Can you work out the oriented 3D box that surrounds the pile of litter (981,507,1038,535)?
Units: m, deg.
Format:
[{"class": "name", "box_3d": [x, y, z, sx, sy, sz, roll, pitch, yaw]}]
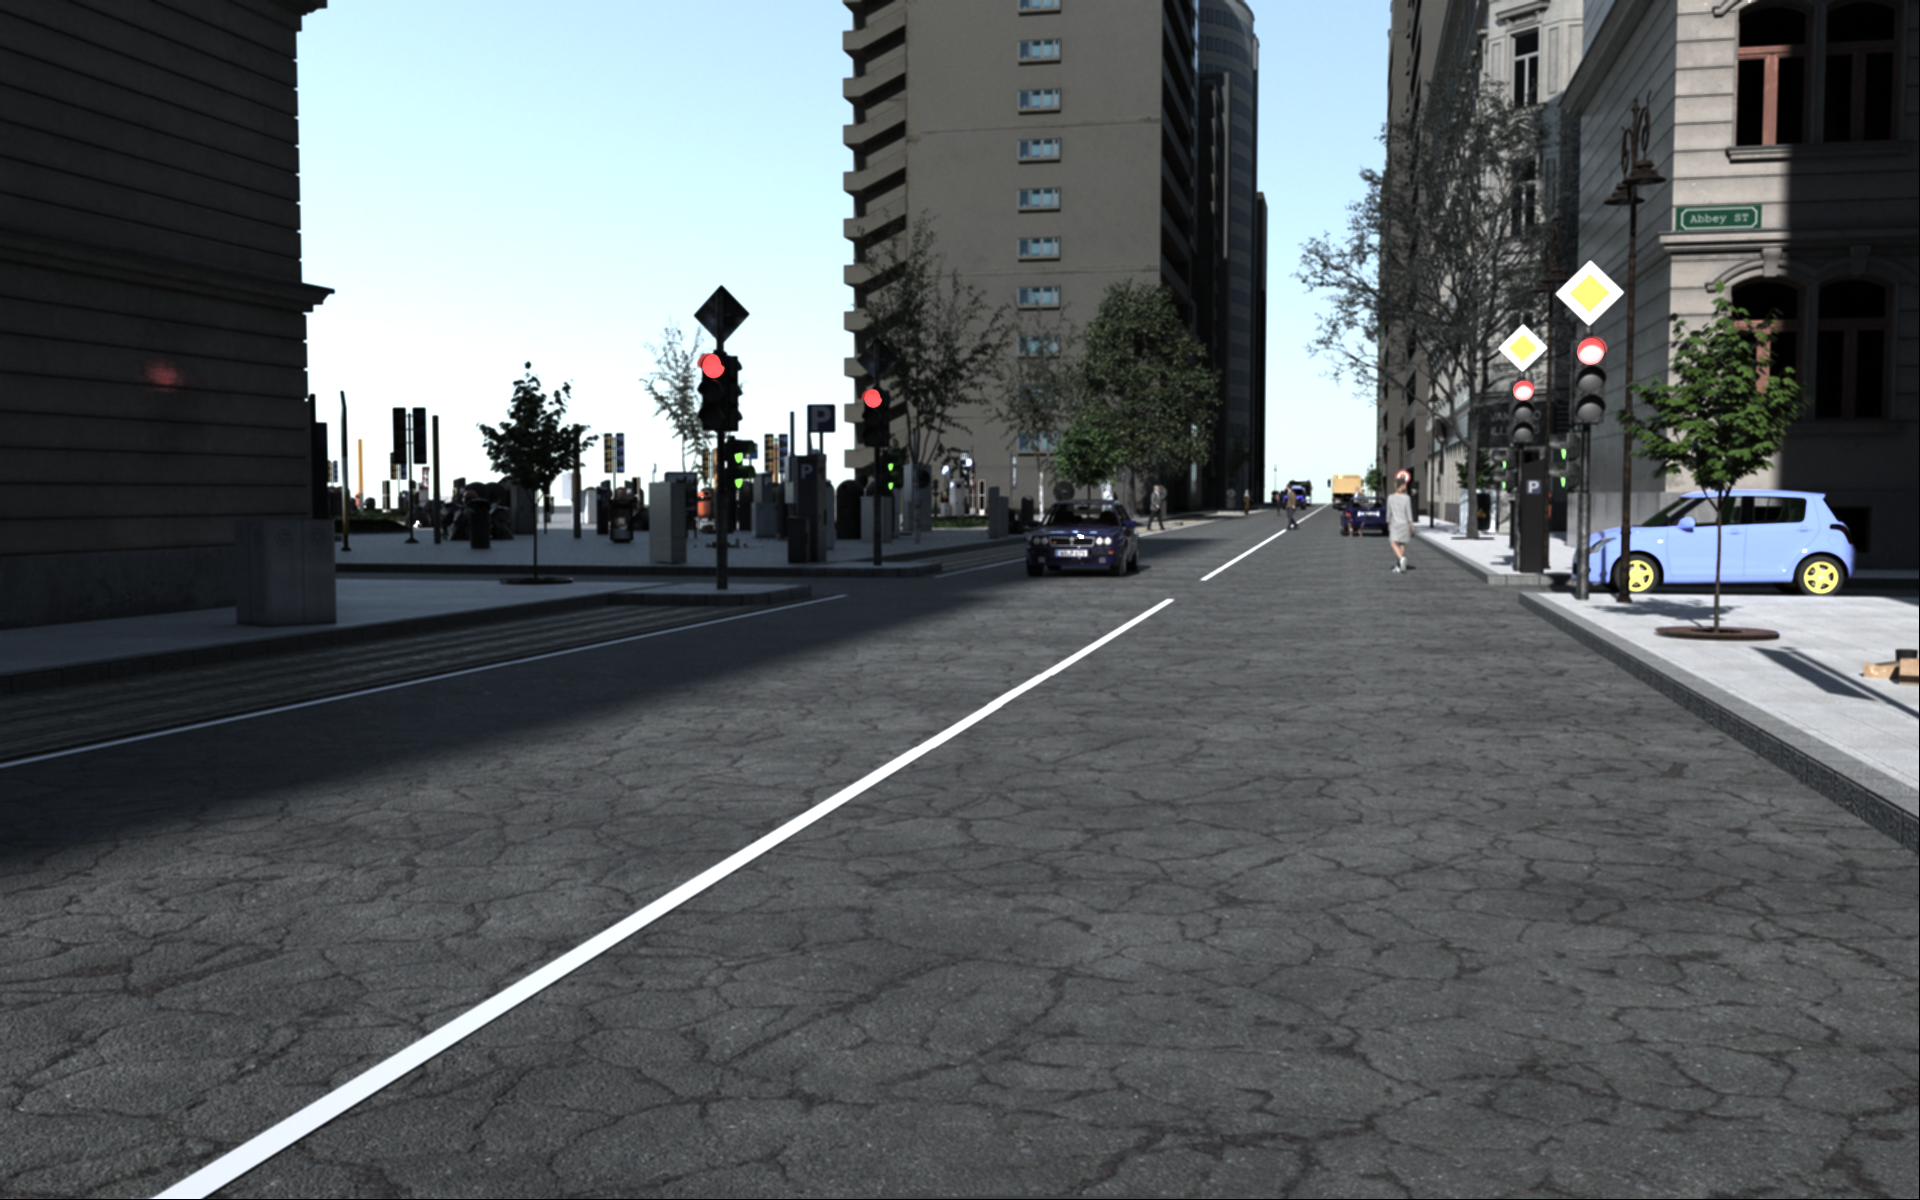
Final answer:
[{"class": "pile of litter", "box_3d": [1.362, -2.532, 55.357, 1.719, 0.858, 1.176, -2, 4, -32]}]

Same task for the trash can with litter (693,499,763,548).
[{"class": "trash can with litter", "box_3d": [-5.634, -1.898, 42.086, 1.678, 1.210, 2.233, 0, 4, -7]}]

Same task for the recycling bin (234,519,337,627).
[{"class": "recycling bin", "box_3d": [-6.668, -0.279, 17.122, 0.722, 1.027, 0.722, 3, 5, 43]}]

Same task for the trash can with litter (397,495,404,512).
[{"class": "trash can with litter", "box_3d": [-29.306, -4.822, 89.905, 1.678, 1.210, 2.233, 1, 4, 11]}]

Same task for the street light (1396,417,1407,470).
[{"class": "street light", "box_3d": [26.458, -8.029, 104.061, 0.468, 5.910, 1.993, 1, 4, 12]}]

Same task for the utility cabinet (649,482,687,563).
[{"class": "utility cabinet", "box_3d": [-5.441, -1.443, 32.268, 0.318, 1.500, 1.173, -2, 4, -30]}]

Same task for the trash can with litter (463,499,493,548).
[{"class": "trash can with litter", "box_3d": [-11.412, -1.814, 41.043, 0.624, 1.170, 1.055, -1, 4, -11]}]

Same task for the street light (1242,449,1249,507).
[{"class": "street light", "box_3d": [29.190, -12.589, 178.616, 0.468, 5.910, 1.993, 1, 4, 12]}]

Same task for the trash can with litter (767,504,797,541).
[{"class": "trash can with litter", "box_3d": [-4.379, -2.221, 47.369, 1.678, 1.210, 2.233, -3, 4, -37]}]

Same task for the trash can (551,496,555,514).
[{"class": "trash can", "box_3d": [-26.054, -6.001, 109.777, 0.748, 1.137, 0.748, 0, 3, 0]}]

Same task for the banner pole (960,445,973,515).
[{"class": "banner pole", "box_3d": [0.383, -5.992, 87.986, 0.863, 3.779, 0.401, 0, 4, -5]}]

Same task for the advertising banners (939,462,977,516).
[{"class": "advertising banners", "box_3d": [-0.112, -6.094, 95.828, 2.074, 3.025, 0.090, 0, 4, -7]}]

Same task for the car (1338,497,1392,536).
[{"class": "car", "box_3d": [14.175, -2.924, 60.392, 1.945, 1.354, 3.894, 1, 4, 11]}]

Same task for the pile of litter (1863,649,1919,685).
[{"class": "pile of litter", "box_3d": [6.869, 0.144, 11.613, 1.176, 0.858, 1.719, 0, 4, -2]}]

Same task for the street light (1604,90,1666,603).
[{"class": "street light", "box_3d": [7.880, -2.910, 20.368, 0.468, 5.910, 1.993, 1, 4, 12]}]

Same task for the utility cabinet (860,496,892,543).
[{"class": "utility cabinet", "box_3d": [-2.202, -2.113, 45.704, 0.306, 1.237, 1.020, -3, 5, -40]}]

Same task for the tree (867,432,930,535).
[{"class": "tree", "box_3d": [-2.153, -3.652, 54.304, 1.663, 3.219, 1.824, 0, 3, 0]}]

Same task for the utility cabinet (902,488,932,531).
[{"class": "utility cabinet", "box_3d": [-1.450, -3.078, 59.007, 0.318, 1.500, 1.173, 3, 5, 41]}]

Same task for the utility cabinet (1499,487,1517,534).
[{"class": "utility cabinet", "box_3d": [17.409, -2.778, 54.093, 0.318, 1.500, 1.173, -2, 4, -34]}]

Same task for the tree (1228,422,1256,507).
[{"class": "tree", "box_3d": [27.677, -13.717, 174.635, 4.737, 8.622, 4.395, 0, 3, 0]}]

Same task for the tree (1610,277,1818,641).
[{"class": "tree", "box_3d": [6.711, -1.285, 15.608, 1.663, 3.219, 1.824, 0, 3, 0]}]

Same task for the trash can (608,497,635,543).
[{"class": "trash can", "box_3d": [-8.932, -2.082, 45.698, 0.748, 1.137, 0.748, 0, 3, 0]}]

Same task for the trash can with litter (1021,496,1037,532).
[{"class": "trash can with litter", "box_3d": [1.945, -2.932, 58.993, 2.233, 1.210, 1.678, -3, 5, -41]}]

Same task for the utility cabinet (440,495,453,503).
[{"class": "utility cabinet", "box_3d": [-22.690, -4.007, 76.676, 1.020, 1.237, 0.306, 2, 4, 29]}]

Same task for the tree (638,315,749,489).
[{"class": "tree", "box_3d": [-11.205, -7.444, 72.076, 4.360, 8.622, 3.978, 0, 3, 0]}]

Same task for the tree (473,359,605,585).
[{"class": "tree", "box_3d": [-6.261, -1.861, 25.026, 1.663, 3.219, 1.824, 0, 3, 0]}]

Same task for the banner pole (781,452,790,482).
[{"class": "banner pole", "box_3d": [-10.373, -6.951, 103.658, 0.863, 3.779, 0.401, 1, 4, 17]}]

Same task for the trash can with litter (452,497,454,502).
[{"class": "trash can with litter", "box_3d": [-26.196, -4.941, 91.840, 1.678, 1.210, 2.233, -1, 4, -13]}]

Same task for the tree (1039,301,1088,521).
[{"class": "tree", "box_3d": [2.809, -6.887, 62.957, 4.360, 8.622, 3.978, 0, 3, 0]}]

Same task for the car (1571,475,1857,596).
[{"class": "car", "box_3d": [10.679, -0.923, 24.682, 3.694, 1.707, 1.945, 1, 4, 12]}]

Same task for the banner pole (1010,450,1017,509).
[{"class": "banner pole", "box_3d": [3.010, -6.623, 98.297, 0.401, 3.779, 0.863, -2, 4, -28]}]

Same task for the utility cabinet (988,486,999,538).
[{"class": "utility cabinet", "box_3d": [0.965, -2.553, 50.417, 0.318, 1.500, 1.173, 0, 4, -1]}]

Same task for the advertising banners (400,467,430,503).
[{"class": "advertising banners", "box_3d": [-34.654, -6.964, 110.050, 2.074, 3.025, 0.090, -3, 4, -39]}]

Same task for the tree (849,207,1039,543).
[{"class": "tree", "box_3d": [-0.966, -5.764, 44.599, 4.360, 8.622, 3.978, 0, 3, 0]}]

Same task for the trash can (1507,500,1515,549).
[{"class": "trash can", "box_3d": [13.112, -1.751, 40.283, 0.748, 1.137, 0.748, 0, 3, 0]}]

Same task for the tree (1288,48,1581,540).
[{"class": "tree", "box_3d": [14.406, -8.464, 48.763, 12.009, 13.543, 11.850, 0, 3, 0]}]

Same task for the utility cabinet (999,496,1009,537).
[{"class": "utility cabinet", "box_3d": [1.189, -2.513, 52.245, 0.306, 1.237, 1.020, -1, 4, -16]}]

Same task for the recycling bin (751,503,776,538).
[{"class": "recycling bin", "box_3d": [-5.736, -2.356, 51.079, 0.722, 1.027, 0.722, -1, 4, -17]}]

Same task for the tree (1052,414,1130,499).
[{"class": "tree", "box_3d": [5.294, -5.348, 71.157, 4.285, 4.588, 4.351, 0, 3, 0]}]

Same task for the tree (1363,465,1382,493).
[{"class": "tree", "box_3d": [45.661, -12.589, 189.540, 4.285, 4.588, 4.351, 0, 3, 0]}]

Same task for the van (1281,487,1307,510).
[{"class": "van", "box_3d": [30.956, -9.530, 160.203, 2.240, 2.365, 5.245, 1, 4, 14]}]

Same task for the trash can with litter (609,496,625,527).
[{"class": "trash can with litter", "box_3d": [-13.688, -3.467, 67.737, 1.678, 1.210, 2.233, 0, 4, 5]}]

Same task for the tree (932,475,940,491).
[{"class": "tree", "box_3d": [-2.149, -6.042, 93.386, 1.663, 3.219, 1.824, 0, 3, 0]}]

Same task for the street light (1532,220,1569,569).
[{"class": "street light", "box_3d": [10.051, -3.473, 29.564, 0.468, 5.910, 1.993, 1, 4, 12]}]

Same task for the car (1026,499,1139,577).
[{"class": "car", "box_3d": [2.256, -1.148, 31.346, 1.945, 1.354, 3.894, 1, 4, 11]}]

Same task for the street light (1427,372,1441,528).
[{"class": "street light", "box_3d": [17.926, -5.679, 65.634, 0.468, 5.910, 1.993, 1, 4, 12]}]

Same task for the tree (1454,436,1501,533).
[{"class": "tree", "box_3d": [17.238, -3.846, 57.488, 1.663, 3.219, 1.824, 0, 3, 0]}]

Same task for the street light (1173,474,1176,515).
[{"class": "street light", "box_3d": [13.227, -8.180, 106.525, 0.468, 5.910, 1.993, 1, 4, 12]}]

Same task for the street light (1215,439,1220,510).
[{"class": "street light", "box_3d": [21.216, -10.384, 142.569, 0.468, 5.910, 1.993, 1, 4, 12]}]

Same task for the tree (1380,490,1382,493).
[{"class": "tree", "box_3d": [47.257, -12.130, 192.924, 1.663, 3.219, 1.824, 0, 3, 0]}]

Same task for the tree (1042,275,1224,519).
[{"class": "tree", "box_3d": [9.060, -10.626, 90.735, 9.611, 12.733, 9.660, 0, 3, 0]}]

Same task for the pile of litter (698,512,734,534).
[{"class": "pile of litter", "box_3d": [-7.996, -2.593, 56.354, 1.176, 0.858, 1.719, 2, 4, 30]}]
